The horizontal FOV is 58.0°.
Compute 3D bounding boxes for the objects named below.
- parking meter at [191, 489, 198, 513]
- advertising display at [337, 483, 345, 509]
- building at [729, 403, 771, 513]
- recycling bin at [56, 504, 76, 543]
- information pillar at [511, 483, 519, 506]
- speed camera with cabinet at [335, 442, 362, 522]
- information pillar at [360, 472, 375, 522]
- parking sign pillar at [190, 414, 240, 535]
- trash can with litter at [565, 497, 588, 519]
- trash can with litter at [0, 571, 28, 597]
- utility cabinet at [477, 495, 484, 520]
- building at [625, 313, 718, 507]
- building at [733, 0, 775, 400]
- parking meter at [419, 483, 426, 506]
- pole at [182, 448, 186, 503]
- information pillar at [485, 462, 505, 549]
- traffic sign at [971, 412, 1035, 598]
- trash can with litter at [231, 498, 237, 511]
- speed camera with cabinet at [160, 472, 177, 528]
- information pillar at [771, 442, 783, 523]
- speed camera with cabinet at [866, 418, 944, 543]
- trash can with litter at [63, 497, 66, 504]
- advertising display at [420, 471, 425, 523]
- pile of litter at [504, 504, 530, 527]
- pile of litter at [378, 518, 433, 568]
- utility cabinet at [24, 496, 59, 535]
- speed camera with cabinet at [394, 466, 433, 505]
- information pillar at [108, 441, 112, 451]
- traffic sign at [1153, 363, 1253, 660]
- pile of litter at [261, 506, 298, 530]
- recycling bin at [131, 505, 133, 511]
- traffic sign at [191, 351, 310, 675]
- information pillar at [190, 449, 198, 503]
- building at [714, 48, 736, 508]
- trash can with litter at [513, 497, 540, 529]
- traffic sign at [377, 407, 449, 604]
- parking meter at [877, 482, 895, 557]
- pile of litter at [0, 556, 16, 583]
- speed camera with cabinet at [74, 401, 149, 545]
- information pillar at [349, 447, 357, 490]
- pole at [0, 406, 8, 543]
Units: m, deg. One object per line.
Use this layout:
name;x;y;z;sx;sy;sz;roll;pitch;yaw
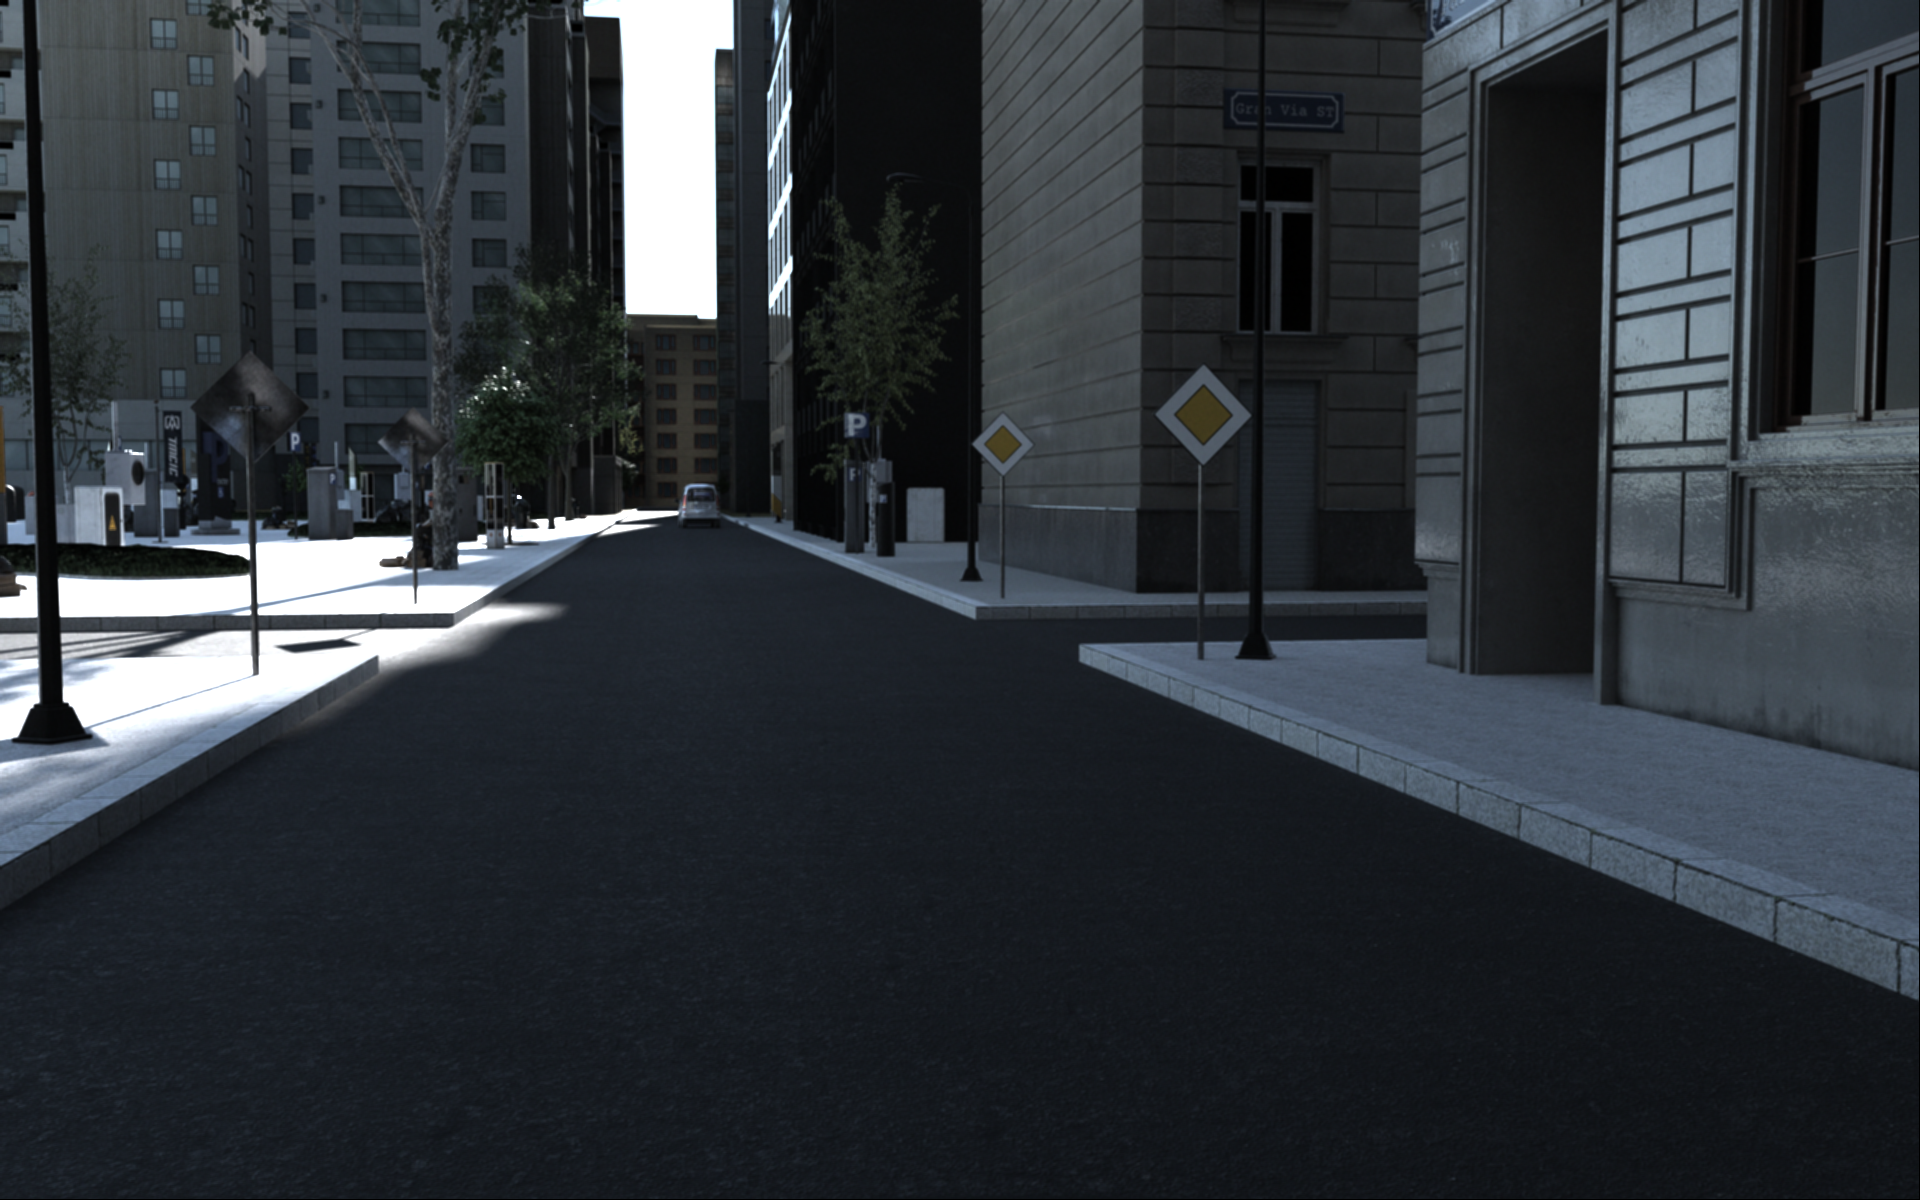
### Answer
parking meter;-39.067;-4.896;88.466;0.372;1.533;0.369;0;3;0
advertising display;-32.391;-5.179;89.887;0.974;1.923;0.123;1;4;9
building;-3.510;-48.949;112.989;22.319;86.520;31.000;-1;4;-10
recycling bin;-22.222;-1.858;42.933;0.722;1.027;0.722;3;5;43
information pillar;-23.563;-5.334;91.702;0.304;2.012;0.304;1;4;10
speed camera with cabinet;-23.630;-4.403;66.332;0.660;3.252;2.038;1;4;11
information pillar;-19.836;-3.272;57.996;0.304;2.012;0.304;2;4;28
parking sign pillar;-23.482;-4.039;54.511;1.447;3.967;1.447;0;4;5
trash can with litter;-19.376;-4.659;87.557;1.055;1.170;0.624;-3;5;-40
trash can with litter;-12.218;-0.618;21.486;0.624;1.170;1.055;2;4;26
utility cabinet;-22.344;-4.253;80.692;0.306;1.237;1.020;-1;4;-12
building;-39.895;-21.051;189.219;28.899;21.520;27.650;-1;4;-10
building;-8.132;-36.775;143.269;21.231;58.520;28.212;-1;4;-10
parking meter;-27.721;-5.117;89.382;0.399;1.863;0.255;-2;4;-24
pole;-34.699;-5.113;77.435;0.158;3.312;0.155;0;3;0
information pillar;-10.831;-2.192;40.332;0.304;2.012;0.304;2;4;27
traffic sign;0.519;-1.076;21.228;0.795;2.450;0.064;-1;4;-10
trash can with litter;-36.637;-4.650;87.409;0.624;1.170;1.055;3;4;36
speed camera with cabinet;-30.644;-4.402;66.304;0.660;3.252;2.038;-3;5;-44
information pillar;-8.224;-5.284;77.752;0.504;3.616;0.183;-3;5;-41
speed camera with cabinet;-1.435;-3.133;45.558;2.038;3.252;0.660;0;4;-1
trash can with litter;-44.752;-4.625;86.678;2.233;1.210;1.678;3;4;36
advertising display;-15.244;-2.686;49.133;0.123;1.923;0.974;-1;4;-17
pile of litter;-19.513;-3.665;73.881;1.719;0.858;1.176;1;4;19
pile of litter;-9.612;-1.009;30.464;1.176;0.858;1.719;-2;4;-27
utility cabinet;-29.001;-2.664;54.714;1.020;1.237;0.306;1;4;10
speed camera with cabinet;-23.400;-4.935;75.020;2.038;3.252;0.660;-2;4;-27
information pillar;-37.415;-5.196;76.303;0.183;3.616;0.504;-3;4;-37
traffic sign;1.861;-0.594;13.356;0.795;2.450;0.064;-1;4;-10
pile of litter;-24.705;-3.008;63.145;1.719;0.858;1.176;-3;5;-39
recycling bin;-37.212;-4.053;78.814;0.722;1.027;0.722;3;5;41
traffic sign;-4.988;-0.524;12.214;0.795;2.450;0.064;-1;4;-10
information pillar;-40.063;-6.082;90.796;0.504;3.616;0.183;0;4;-1
building;-16.061;-29.374;163.862;14.154;41.232;14.086;-1;4;-10
trash can with litter;-15.909;-3.199;63.698;1.055;1.170;0.624;2;4;25
traffic sign;-6.330;-1.006;20.086;0.795;2.450;0.064;-1;4;-10
parking meter;-1.525;-1.663;35.602;0.372;1.533;0.369;0;3;0
pile of litter;-13.587;-0.578;23.423;1.176;0.858;1.719;3;4;37
speed camera with cabinet;-17.830;-2.570;36.351;0.660;3.252;2.038;0;4;-1
information pillar;-30.036;-5.770;85.696;0.504;3.616;0.183;3;4;37
pole;-22.292;-2.839;40.254;0.158;3.312;0.155;0;3;0
